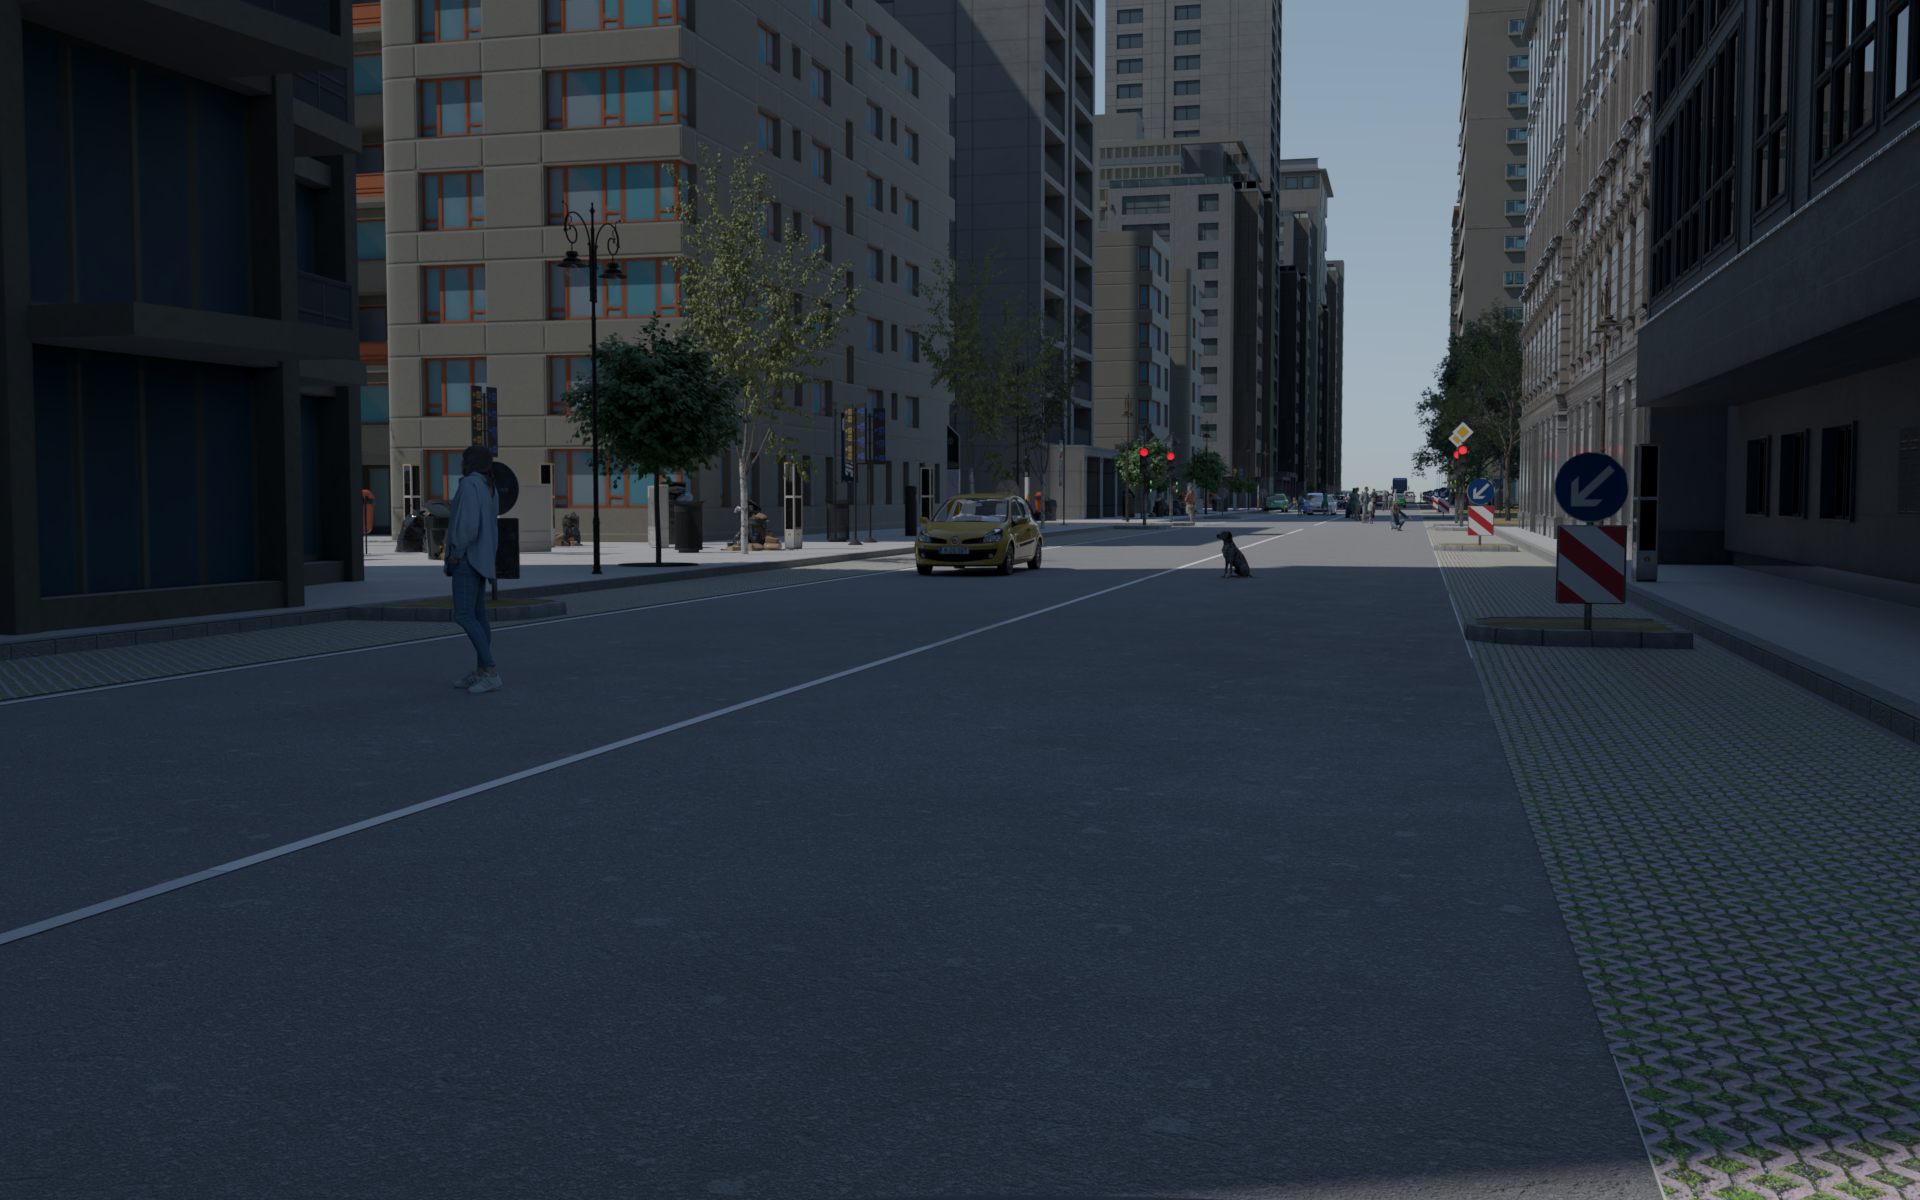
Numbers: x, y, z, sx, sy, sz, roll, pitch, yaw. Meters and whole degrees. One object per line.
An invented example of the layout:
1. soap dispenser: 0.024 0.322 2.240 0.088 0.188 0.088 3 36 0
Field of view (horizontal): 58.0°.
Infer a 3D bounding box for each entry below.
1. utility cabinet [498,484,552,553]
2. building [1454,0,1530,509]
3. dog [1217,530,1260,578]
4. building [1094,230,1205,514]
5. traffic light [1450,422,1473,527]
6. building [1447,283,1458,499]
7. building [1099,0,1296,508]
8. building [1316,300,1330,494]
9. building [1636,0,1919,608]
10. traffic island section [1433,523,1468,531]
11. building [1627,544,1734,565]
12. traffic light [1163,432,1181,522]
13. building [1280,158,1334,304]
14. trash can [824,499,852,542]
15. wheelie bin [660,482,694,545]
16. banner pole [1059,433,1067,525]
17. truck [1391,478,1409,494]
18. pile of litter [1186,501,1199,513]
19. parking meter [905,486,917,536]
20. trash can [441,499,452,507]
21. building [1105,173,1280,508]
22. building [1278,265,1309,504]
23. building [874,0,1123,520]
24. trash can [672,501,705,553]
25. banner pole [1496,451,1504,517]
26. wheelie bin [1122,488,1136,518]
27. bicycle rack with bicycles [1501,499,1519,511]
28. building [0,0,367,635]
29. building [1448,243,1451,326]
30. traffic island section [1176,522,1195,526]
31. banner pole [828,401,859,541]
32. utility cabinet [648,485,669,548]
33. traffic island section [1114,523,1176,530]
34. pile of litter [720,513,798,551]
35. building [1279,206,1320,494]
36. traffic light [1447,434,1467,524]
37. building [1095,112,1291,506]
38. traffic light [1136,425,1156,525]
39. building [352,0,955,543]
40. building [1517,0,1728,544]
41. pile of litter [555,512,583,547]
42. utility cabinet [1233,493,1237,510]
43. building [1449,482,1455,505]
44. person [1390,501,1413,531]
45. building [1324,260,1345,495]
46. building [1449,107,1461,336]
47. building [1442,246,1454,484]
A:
1. utility cabinet: -9.459 -1.761 37.464 1.173 1.500 0.318 -3 4 -37
2. building: 56.037 -32.509 155.217 21.300 48.544 21.600 1 4 15
3. dog: 4.831 -0.786 29.688 0.800 0.831 0.513 1 4 18
4. building: 2.886 -17.494 131.059 27.650 21.520 28.899 1 4 15
5. traffic light: 19.571 -4.810 67.562 0.839 4.253 0.868 1 4 15
6. building: 73.569 -28.332 234.933 14.160 30.474 14.107 1 4 15
7. building: 28.536 -46.599 200.142 20.563 71.187 20.611 1 4 15
8. building: 46.913 -29.584 255.397 14.160 30.474 14.107 1 4 15
9. building: 15.868 -13.674 17.073 14.314 27.812 24.014 1 4 15
10. traffic island section: 21.632 -3.248 75.392 2.009 0.180 2.903 1 4 15
11. building: 19.243 -11.570 38.321 9.793 20.994 18.267 1 4 15
12. traffic light: 9.585 -5.473 78.408 0.839 4.253 0.868 1 4 15
13. building: 44.297 -42.062 276.949 28.713 52.752 27.495 1 4 15
14. trash can: -3.260 -2.119 46.297 0.748 1.137 0.748 0 3 0
15. wheelie bin: -7.263 -2.213 44.096 0.980 1.594 0.693 -1 4 -18
16. banner pole: 4.186 -4.949 70.925 0.401 3.779 0.863 1 4 23
17. truck: 70.695 -17.688 278.956 2.967 4.110 18.799 1 4 16
18. pile of litter: 15.723 -6.464 119.652 1.176 0.858 1.719 -3 4 -38
19. parking meter: -1.497 -2.719 52.867 0.372 1.533 0.369 0 3 0
20. trash can: -13.406 -2.071 45.520 0.748 1.137 0.748 0 3 0
21. building: 21.492 -23.761 160.186 14.160 30.474 14.107 1 4 15
22. building: 36.074 -27.255 217.326 14.160 30.474 14.107 1 4 15
23. building: -1.094 -40.277 96.788 20.563 71.187 20.611 1 4 15
24. trash can: -5.931 -1.602 37.849 0.748 1.137 0.748 0 3 0
25. banner pole: 30.527 -6.581 97.613 0.401 3.779 0.863 0 4 4
26. wheelie bin: 9.180 -5.289 94.378 0.693 1.594 0.980 -1 4 -12
27. bicycle rack with bicycles: 41.359 -7.047 128.600 2.852 0.926 2.925 -3 5 -42
28. building: -18.902 -21.909 12.835 22.147 44.769 28.867 1 4 15
29. building: 83.233 -36.673 254.225 22.147 44.769 28.867 1 4 15
30. traffic island section: 9.548 -3.442 78.552 2.009 0.180 2.903 1 4 15
31. banner pole: -3.148 -3.476 46.853 0.863 3.779 0.401 1 4 10
32. utility cabinet: -7.210 -1.996 41.314 0.318 1.500 1.173 -1 4 -20
33. traffic island section: 7.524 -2.969 70.827 2.009 0.180 2.903 1 4 15
34. pile of litter: -4.557 -1.557 39.425 1.719 0.858 1.176 0 4 6
35. building: 42.266 -34.085 240.881 14.154 41.232 14.086 1 4 15
36. traffic light: 21.596 -5.282 75.287 0.839 4.253 0.868 1 4 15
37. building: 17.991 -29.905 180.831 32.217 40.220 23.993 1 4 15
38. traffic light: 7.560 -5.001 70.682 0.839 4.253 0.868 1 4 15
39. building: -17.690 -13.264 61.904 28.899 21.520 27.650 1 4 15
40. building: 23.659 -12.652 56.014 9.793 20.994 18.267 1 4 15
41. pile of litter: -9.881 -1.768 42.866 1.176 0.858 1.719 0 4 1
42. utility cabinet: 22.226 -8.031 139.989 0.318 1.500 1.173 1 4 9
43. building: 75.048 -31.375 204.857 32.217 40.220 23.993 1 4 15
44. person: 17.118 -3.268 67.435 1.012 1.151 0.738 -1 4 -14
45. building: 57.995 -37.455 295.983 14.154 41.232 14.086 1 4 15
46. building: 63.022 -32.129 179.930 22.147 44.769 28.867 1 4 15
47. building: 91.654 -40.581 283.103 23.786 49.044 30.456 1 4 15
